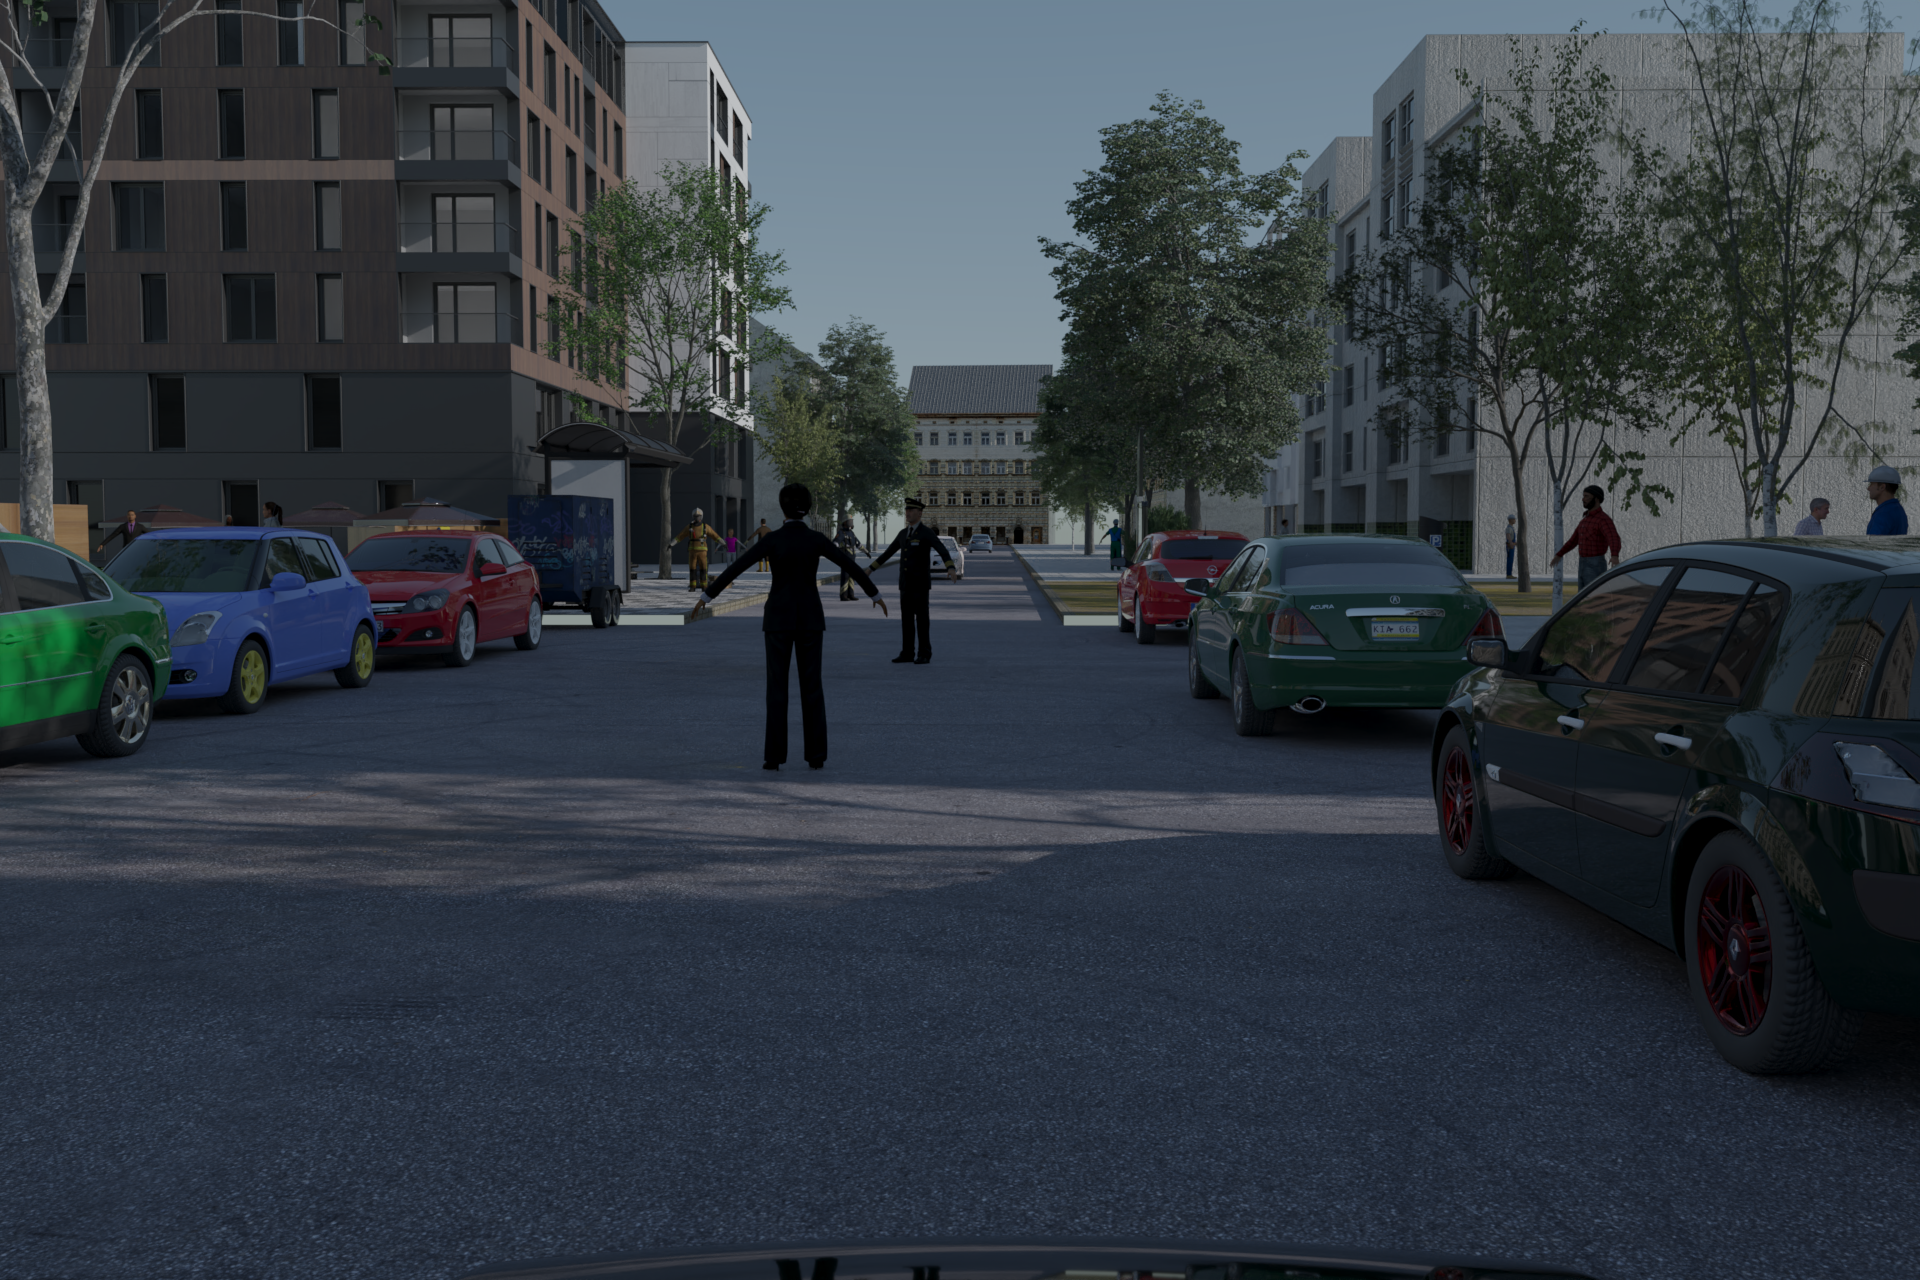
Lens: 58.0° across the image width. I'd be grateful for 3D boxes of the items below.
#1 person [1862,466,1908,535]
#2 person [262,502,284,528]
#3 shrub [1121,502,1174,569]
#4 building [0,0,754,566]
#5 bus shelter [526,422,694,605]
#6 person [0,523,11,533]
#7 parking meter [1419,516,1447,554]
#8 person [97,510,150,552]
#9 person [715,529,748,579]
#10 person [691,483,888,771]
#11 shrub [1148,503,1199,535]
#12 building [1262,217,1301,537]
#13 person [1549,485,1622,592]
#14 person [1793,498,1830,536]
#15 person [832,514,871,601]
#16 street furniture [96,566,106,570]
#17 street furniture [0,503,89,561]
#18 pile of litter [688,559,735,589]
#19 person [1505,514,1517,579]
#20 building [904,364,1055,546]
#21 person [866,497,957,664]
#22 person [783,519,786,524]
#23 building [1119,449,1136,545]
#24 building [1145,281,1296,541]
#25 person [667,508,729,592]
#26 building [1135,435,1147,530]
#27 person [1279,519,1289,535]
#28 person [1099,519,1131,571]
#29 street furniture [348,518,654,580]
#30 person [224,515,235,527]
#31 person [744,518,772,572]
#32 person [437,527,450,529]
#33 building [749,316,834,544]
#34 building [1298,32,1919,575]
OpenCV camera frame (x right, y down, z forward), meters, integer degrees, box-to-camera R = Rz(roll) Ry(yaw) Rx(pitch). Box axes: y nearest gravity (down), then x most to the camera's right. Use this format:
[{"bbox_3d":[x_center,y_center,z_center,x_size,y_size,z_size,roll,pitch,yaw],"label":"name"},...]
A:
[{"bbox_3d":[7.586,-0.515,14.308,0.705,1.842,1.347,3,5,40],"label":"person"},{"bbox_3d":[-9.633,-1.052,24.033,0.721,1.735,1.217,0,4,2],"label":"person"},{"bbox_3d":[4.853,-2.365,42.703,1.661,2.075,1.752,0,3,0],"label":"shrub"},{"bbox_3d":[-24.381,-13.835,70.171,27.936,21.610,32.646,0,4,1],"label":"building"},{"bbox_3d":[-6.716,-2.449,33.968,2.014,3.302,5.546,0,4,2],"label":"bus shelter"},{"bbox_3d":[-10.589,-0.757,18.845,0.721,1.778,1.216,2,4,35],"label":"person"},{"bbox_3d":[6.582,-0.962,24.144,0.372,1.533,0.369,0,3,0],"label":"parking meter"},{"bbox_3d":[-17.965,-1.918,37.586,1.346,1.802,0.704,-1,4,-21],"label":"person"},{"bbox_3d":[-6.488,-2.444,49.231,0.991,1.433,0.599,-1,4,-23],"label":"person"},{"bbox_3d":[-1.026,-0.085,10.575,1.216,1.740,0.721,-1,4,-16],"label":"person"},{"bbox_3d":[4.895,-2.196,40.317,1.690,2.028,1.600,0,3,0],"label":"shrub"},{"bbox_3d":[23.592,-15.165,104.376,16.016,20.090,11.380,0,4,2],"label":"building"},{"bbox_3d":[6.868,-0.782,18.901,0.704,1.816,1.345,-1,4,-9],"label":"person"},{"bbox_3d":[10.078,-0.821,20.413,0.756,1.711,0.436,-2,4,-32],"label":"person"},{"bbox_3d":[-2.382,-1.761,37.035,0.705,1.856,1.354,2,4,34],"label":"person"},{"bbox_3d":[-23.981,-1.561,41.154,5.734,0.657,10.072,1,4,19],"label":"street furniture"},{"bbox_3d":[-17.389,-1.227,26.909,9.812,1.723,11.010,1,4,13],"label":"street furniture"},{"bbox_3d":[-5.948,-1.667,41.226,1.176,0.858,1.719,0,4,2],"label":"pile of litter"},{"bbox_3d":[15.816,-2.678,49.649,0.705,1.847,1.347,1,4,23],"label":"person"},{"bbox_3d":[2.922,-23.870,223.664,18.063,23.208,19.493,0,4,5],"label":"building"},{"bbox_3d":[-0.522,-0.661,19.200,1.347,1.837,0.705,3,5,39],"label":"person"},{"bbox_3d":[-6.110,-3.329,60.696,1.348,1.796,0.705,0,4,5],"label":"person"},{"bbox_3d":[27.740,-22.123,192.638,19.493,23.208,18.063,0,4,1],"label":"building"},{"bbox_3d":[26.148,-19.493,149.634,19.493,23.208,18.063,0,4,1],"label":"building"},{"bbox_3d":[-5.792,-1.987,38.260,1.354,1.858,0.705,0,4,-5],"label":"person"},{"bbox_3d":[27.186,-20.666,168.814,19.493,23.208,18.063,0,4,1],"label":"building"},{"bbox_3d":[11.608,-3.398,61.752,0.705,1.806,1.347,2,4,31],"label":"person"},{"bbox_3d":[5.482,-3.340,60.736,1.347,1.817,0.704,2,4,27],"label":"person"},{"bbox_3d":[-13.085,-2.572,48.911,11.010,1.723,9.812,2,4,32],"label":"street furniture"},{"bbox_3d":[-20.233,-2.558,47.953,1.348,1.813,0.705,-3,5,-42],"label":"person"},{"bbox_3d":[-6.638,-3.191,58.308,1.346,1.812,0.704,-2,4,-35],"label":"person"},{"bbox_3d":[-12.371,-2.125,41.212,0.721,1.772,1.216,2,4,27],"label":"person"},{"bbox_3d":[-22.081,-20.233,161.738,19.493,23.208,18.063,0,4,2],"label":"building"},{"bbox_3d":[24.960,-12.449,69.994,16.747,18.905,31.486,0,4,1],"label":"building"}]
